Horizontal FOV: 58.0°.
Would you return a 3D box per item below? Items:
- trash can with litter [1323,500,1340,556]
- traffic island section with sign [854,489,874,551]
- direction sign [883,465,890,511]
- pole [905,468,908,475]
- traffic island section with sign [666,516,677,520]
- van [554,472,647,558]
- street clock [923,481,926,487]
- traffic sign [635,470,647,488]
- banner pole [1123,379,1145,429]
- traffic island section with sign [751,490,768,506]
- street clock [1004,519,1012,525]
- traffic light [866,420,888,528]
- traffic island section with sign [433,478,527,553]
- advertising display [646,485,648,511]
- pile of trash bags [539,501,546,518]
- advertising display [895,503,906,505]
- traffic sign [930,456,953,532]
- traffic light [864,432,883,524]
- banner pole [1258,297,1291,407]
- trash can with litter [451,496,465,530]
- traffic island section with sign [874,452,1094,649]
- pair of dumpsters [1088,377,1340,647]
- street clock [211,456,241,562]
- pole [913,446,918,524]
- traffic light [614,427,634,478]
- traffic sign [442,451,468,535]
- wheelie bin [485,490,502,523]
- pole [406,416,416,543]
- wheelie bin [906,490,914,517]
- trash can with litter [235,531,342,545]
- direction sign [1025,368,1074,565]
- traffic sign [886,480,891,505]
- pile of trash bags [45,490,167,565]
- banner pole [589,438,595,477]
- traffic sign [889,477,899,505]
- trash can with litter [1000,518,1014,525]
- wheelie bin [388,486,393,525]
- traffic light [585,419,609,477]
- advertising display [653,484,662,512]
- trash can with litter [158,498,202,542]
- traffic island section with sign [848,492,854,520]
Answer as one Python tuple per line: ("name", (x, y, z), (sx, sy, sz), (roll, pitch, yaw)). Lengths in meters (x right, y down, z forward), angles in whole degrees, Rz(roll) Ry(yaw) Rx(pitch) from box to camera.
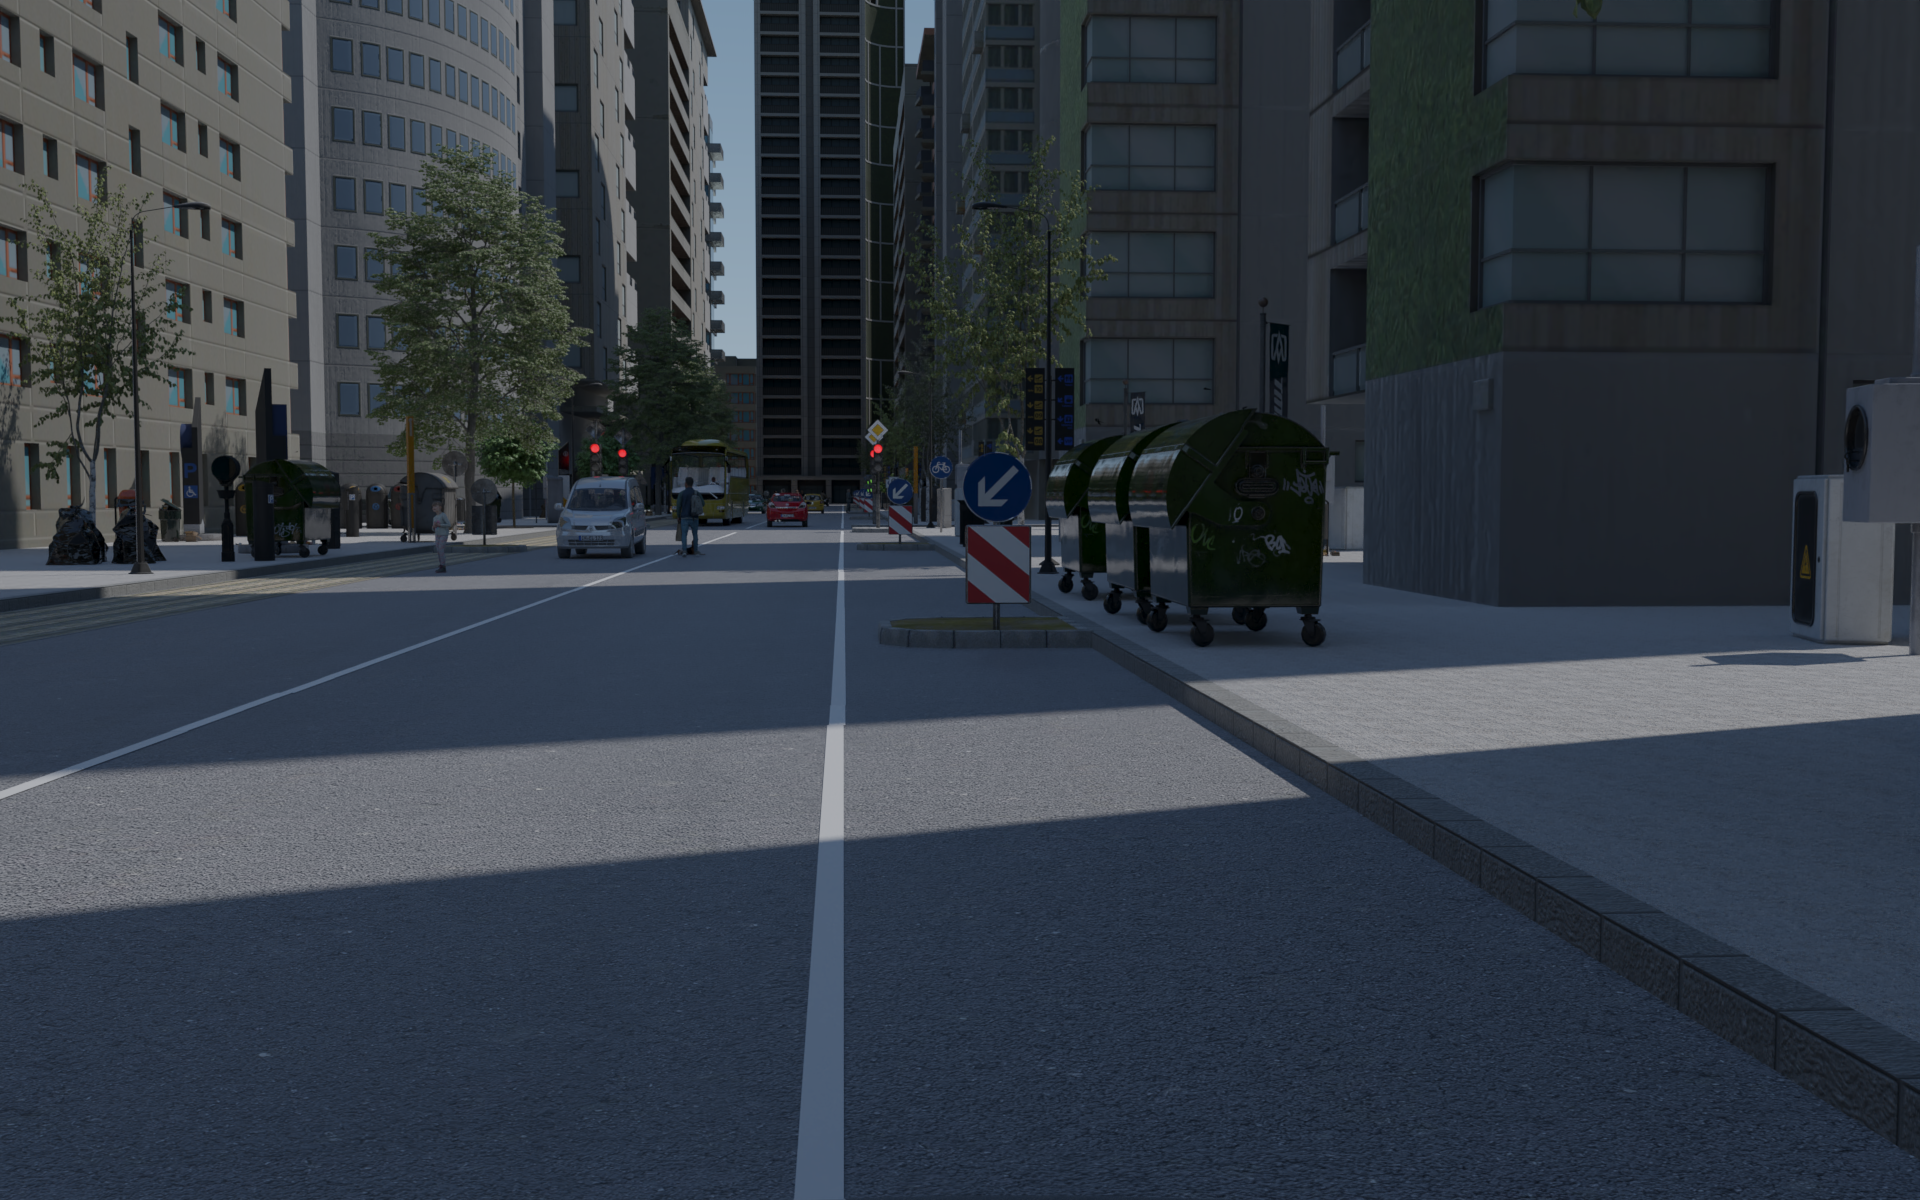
("trash can with litter", (7.002, -1.524, 35.982), (2.233, 1.210, 1.678), (-1, 4, -13))
("traffic island section with sign", (-1.679, -2.213, 44.807), (1.989, 1.847, 2.006), (0, 4, -4))
("direction sign", (-5.691, -8.725, 134.646), (0.379, 3.537, 0.876), (-3, 5, -39))
("pole", (-4.193, -8.731, 136.590), (0.158, 3.312, 0.155), (0, 3, 0))
("traffic island section with sign", (-15.460, -5.425, 97.321), (1.989, 1.847, 2.006), (0, 4, -4))
("van", (-8.250, -2.018, 40.005), (2.013, 2.044, 4.112), (0, 4, -4))
("street clock", (-1.755, -5.505, 94.579), (0.471, 2.002, 0.358), (0, 4, -5))
("traffic sign", (-17.496, -5.785, 94.590), (0.884, 2.594, 0.081), (0, 4, 3))
("banner pole", (3.735, -2.908, 37.561), (0.401, 3.779, 0.863), (-3, 4, -37))
("traffic island section with sign", (-20.641, -10.133, 174.303), (1.989, 1.847, 2.006), (0, 4, -4))
("street clock", (1.081, -2.089, 38.720), (0.358, 2.002, 0.471), (0, 4, 3))
("traffic light", (-3.116, -4.676, 65.368), (0.839, 4.253, 0.868), (0, 4, -4))
("traffic island section with sign", (-11.796, -2.088, 42.769), (1.989, 1.847, 2.006), (0, 4, -4))
("advertising display", (-21.492, -6.948, 118.819), (0.123, 1.923, 0.974), (-1, 4, -10))
("pile of trash bags", (-21.525, -5.044, 92.229), (1.912, 1.369, 3.447), (0, 4, 0))
("advertising display", (-3.591, -6.149, 105.751), (0.974, 1.923, 0.123), (2, 4, 33))
("traffic sign", (-0.628, -3.528, 57.784), (0.768, 2.556, 0.104), (0, 4, 4))
("traffic light", (-3.652, -5.163, 73.335), (0.839, 4.253, 0.868), (0, 4, -4))
("banner pole", (4.010, -1.975, 22.303), (0.401, 3.779, 0.863), (3, 5, 42))
("trash can with litter", (-18.283, -3.098, 61.718), (2.233, 1.210, 1.678), (0, 4, -6))
("traffic island section with sign", (0.195, -0.514, 17.025), (1.989, 1.847, 2.006), (0, 4, -4))
("pair of dumpsters", (2.302, -0.855, 16.475), (1.574, 2.255, 4.437), (0, 4, -4))
("street clock", (-13.887, -1.727, 32.808), (0.471, 2.002, 0.358), (0, 4, -2))
("pole", (-1.902, -4.919, 74.276), (0.158, 3.312, 0.155), (0, 3, 0))
("traffic light", (-14.089, -5.119, 72.619), (0.839, 4.253, 0.868), (0, 4, -4))
("traffic sign", (-14.883, -3.115, 51.030), (0.768, 2.556, 0.104), (0, 4, 2))
("wheelie bin", (-20.886, -4.246, 77.335), (0.980, 1.594, 0.693), (3, 5, 44))
("pole", (-14.424, -3.159, 45.490), (0.158, 3.312, 0.155), (0, 3, 0))
("wheelie bin", (-2.726, -5.466, 97.269), (0.693, 1.594, 0.980), (0, 4, 7))
("trash can with litter", (-17.169, -2.000, 43.750), (2.233, 1.210, 1.678), (1, 4, 11))
("direction sign", (1.613, -2.395, 31.151), (0.876, 3.537, 0.379), (0, 4, -1))
("traffic sign", (-4.842, -7.221, 120.187), (0.606, 2.300, 0.079), (0, 4, 5))
("pile of trash bags", (-16.079, -1.416, 32.907), (1.912, 1.369, 3.447), (-1, 4, -15))
("banner pole", (-16.437, -5.350, 77.484), (0.401, 3.779, 0.863), (-2, 4, -25))
("traffic sign", (-3.950, -6.210, 103.659), (0.606, 2.300, 0.079), (0, 4, 2))
("trash can with litter", (1.273, -1.991, 43.944), (0.624, 1.170, 1.055), (-3, 4, -36))
("wheelie bin", (-23.238, -3.895, 71.598), (0.980, 1.594, 0.693), (1, 4, 10))
("traffic light", (-13.553, -4.632, 64.652), (0.839, 4.253, 0.868), (0, 4, -4))
("advertising display", (-19.383, -6.470, 111.004), (0.123, 1.923, 0.974), (1, 4, 14))
("trash can with litter", (-20.860, -2.137, 46.324), (1.055, 1.170, 0.624), (-1, 4, -17))
("traffic island section with sign", (-5.255, -5.466, 97.996), (1.989, 1.847, 2.006), (0, 4, -4))
